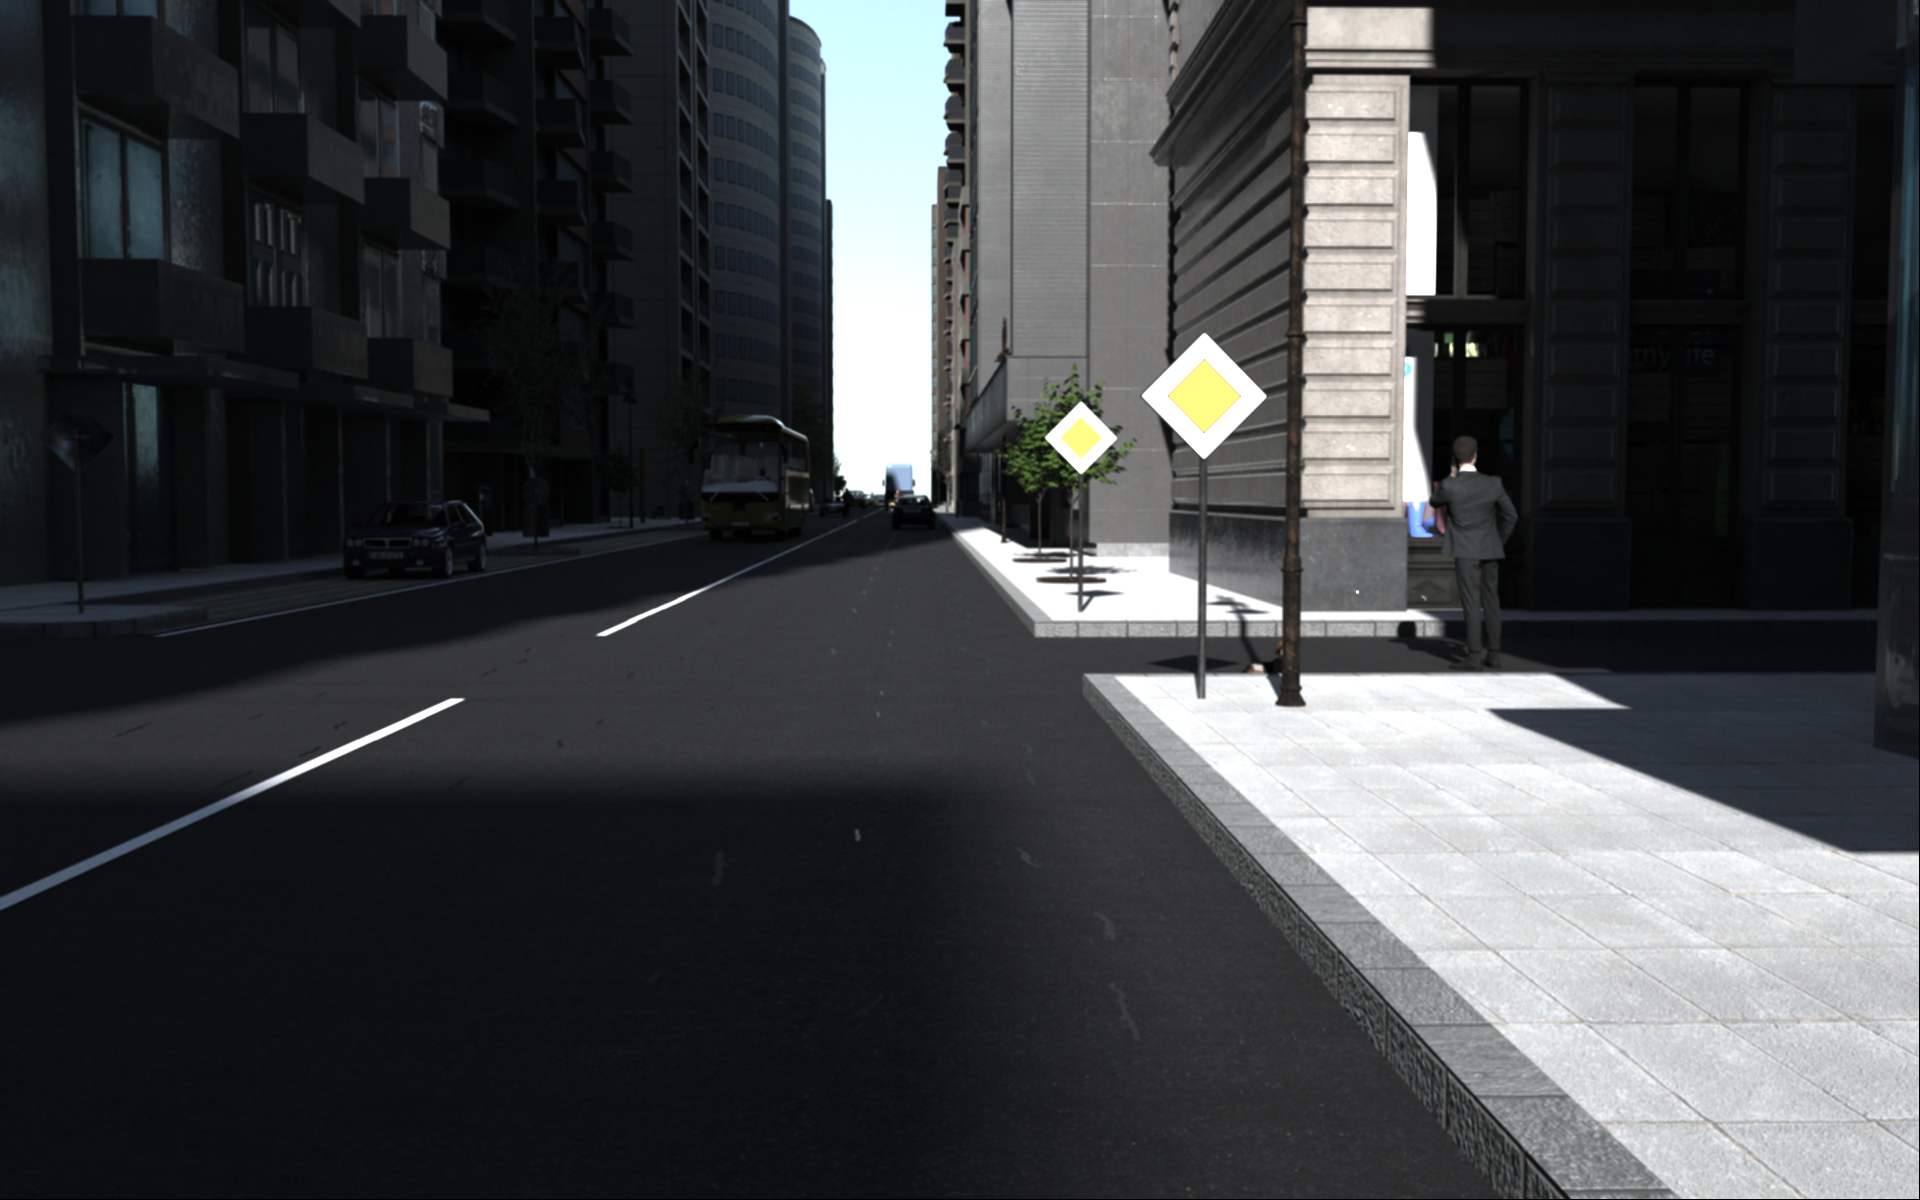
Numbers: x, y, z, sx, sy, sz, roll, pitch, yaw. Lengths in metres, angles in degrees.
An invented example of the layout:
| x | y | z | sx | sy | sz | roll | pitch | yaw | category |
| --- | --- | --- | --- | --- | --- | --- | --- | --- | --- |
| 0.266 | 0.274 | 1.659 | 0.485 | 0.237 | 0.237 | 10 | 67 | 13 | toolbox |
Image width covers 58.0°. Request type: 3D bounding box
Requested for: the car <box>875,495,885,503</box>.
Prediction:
| x | y | z | sx | sy | sz | roll | pitch | yaw | category |
| --- | --- | --- | --- | --- | --- | --- | --- | --- | --- |
| -10.843 | -13.703 | 236.407 | 2.083 | 1.381 | 4.827 | 0 | 4 | -3 | car |

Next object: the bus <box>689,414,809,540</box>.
| x | y | z | sx | sy | sz | roll | pitch | yaw | category |
| --- | --- | --- | --- | --- | --- | --- | --- | --- | --- |
| -6.628 | -4.001 | 56.963 | 2.896 | 3.916 | 12.252 | 0 | 4 | -1 | bus |

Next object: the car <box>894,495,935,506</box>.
| x | y | z | sx | sy | sz | roll | pitch | yaw | category |
| --- | --- | --- | --- | --- | --- | --- | --- | --- | --- |
| -2.181 | -4.363 | 83.331 | 2.014 | 1.417 | 4.499 | 0 | 4 | -1 | car |

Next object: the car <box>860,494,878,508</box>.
| x | y | z | sx | sy | sz | roll | pitch | yaw | category |
| --- | --- | --- | --- | --- | --- | --- | --- | --- | --- |
| -9.492 | -10.395 | 180.184 | 2.015 | 1.641 | 3.980 | 0 | 3 | 0 | car |

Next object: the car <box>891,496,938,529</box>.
| x | y | z | sx | sy | sz | roll | pitch | yaw | category |
| --- | --- | --- | --- | --- | --- | --- | --- | --- | --- |
| -1.911 | -3.620 | 71.775 | 1.945 | 1.354 | 3.894 | 0 | 4 | 0 | car |

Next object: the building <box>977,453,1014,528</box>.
| x | y | z | sx | sy | sz | roll | pitch | yaw | category |
| --- | --- | --- | --- | --- | --- | --- | --- | --- | --- |
| 6.680 | -18.446 | 79.083 | 11.434 | 29.767 | 29.804 | 0 | 4 | -1 | building |

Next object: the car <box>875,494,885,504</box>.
| x | y | z | sx | sy | sz | roll | pitch | yaw | category |
| --- | --- | --- | --- | --- | --- | --- | --- | --- | --- |
| -11.486 | -14.428 | 247.689 | 2.131 | 1.459 | 4.920 | 0 | 4 | -2 | car |

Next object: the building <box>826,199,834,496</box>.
| x | y | z | sx | sy | sz | roll | pitch | yaw | category |
| --- | --- | --- | --- | --- | --- | --- | --- | --- | --- |
| -24.396 | -33.627 | 233.399 | 14.154 | 41.232 | 14.086 | 0 | 4 | -1 | building |

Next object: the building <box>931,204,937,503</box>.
| x | y | z | sx | sy | sz | roll | pitch | yaw | category |
| --- | --- | --- | --- | --- | --- | --- | --- | --- | --- |
| 2.916 | -34.400 | 246.028 | 14.154 | 41.232 | 14.086 | 0 | 4 | -1 | building |

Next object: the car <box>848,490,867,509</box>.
| x | y | z | sx | sy | sz | roll | pitch | yaw | category |
| --- | --- | --- | --- | --- | --- | --- | --- | --- | --- |
| -10.069 | -9.678 | 166.912 | 2.281 | 1.827 | 5.304 | 0 | 4 | -2 | car |

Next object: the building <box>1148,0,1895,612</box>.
| x | y | z | sx | sy | sz | roll | pitch | yaw | category |
| --- | --- | --- | --- | --- | --- | --- | --- | --- | --- |
| 12.785 | -11.883 | 23.163 | 19.941 | 23.489 | 11.050 | 0 | 4 | -1 | building |

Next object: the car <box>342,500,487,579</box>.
| x | y | z | sx | sy | sz | roll | pitch | yaw | category |
| --- | --- | --- | --- | --- | --- | --- | --- | --- | --- |
| -9.517 | -1.088 | 30.370 | 1.945 | 1.354 | 3.894 | 0 | 4 | -3 | car |

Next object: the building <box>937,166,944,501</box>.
| x | y | z | sx | sy | sz | roll | pitch | yaw | category |
| --- | --- | --- | --- | --- | --- | --- | --- | --- | --- |
| 3.879 | -35.513 | 230.749 | 14.600 | 45.320 | 14.200 | 0 | 4 | -1 | building |

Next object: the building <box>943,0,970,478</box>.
| x | y | z | sx | sy | sz | roll | pitch | yaw | category |
| --- | --- | --- | --- | --- | --- | --- | --- | --- | --- |
| 9.794 | -29.741 | 140.885 | 22.147 | 44.769 | 28.867 | 0 | 4 | -1 | building |

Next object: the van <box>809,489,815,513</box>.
| x | y | z | sx | sy | sz | roll | pitch | yaw | category |
| --- | --- | --- | --- | --- | --- | --- | --- | --- | --- |
| -12.173 | -7.761 | 133.898 | 2.013 | 2.044 | 4.112 | 0 | 4 | -2 | van |

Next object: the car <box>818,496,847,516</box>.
| x | y | z | sx | sy | sz | roll | pitch | yaw | category |
| --- | --- | --- | --- | --- | --- | --- | --- | --- | --- |
| -8.229 | -6.125 | 112.728 | 1.945 | 1.354 | 3.894 | 0 | 4 | -2 | car |

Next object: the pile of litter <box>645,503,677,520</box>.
| x | y | z | sx | sy | sz | roll | pitch | yaw | category |
| --- | --- | --- | --- | --- | --- | --- | --- | --- | --- |
| -15.020 | -4.478 | 87.181 | 1.719 | 0.858 | 1.176 | 0 | 4 | -3 | pile of litter |

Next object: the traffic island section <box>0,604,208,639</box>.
| x | y | z | sx | sy | sz | roll | pitch | yaw | category |
| --- | --- | --- | --- | --- | --- | --- | --- | --- | --- |
| -9.457 | 0.225 | 18.596 | 2.009 | 0.180 | 2.903 | 0 | 4 | -1 | traffic island section |

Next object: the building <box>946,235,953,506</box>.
| x | y | z | sx | sy | sz | roll | pitch | yaw | category |
| --- | --- | --- | --- | --- | --- | --- | --- | --- | --- |
| 5.474 | -25.736 | 192.488 | 14.160 | 30.474 | 14.107 | 0 | 4 | -1 | building |

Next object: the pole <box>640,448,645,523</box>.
| x | y | z | sx | sy | sz | roll | pitch | yaw | category |
| --- | --- | --- | --- | --- | --- | --- | --- | --- | --- |
| -14.143 | -5.091 | 77.088 | 0.158 | 3.312 | 0.155 | 0 | 3 | 0 | pole |

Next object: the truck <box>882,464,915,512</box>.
| x | y | z | sx | sy | sz | roll | pitch | yaw | category |
| --- | --- | --- | --- | --- | --- | --- | --- | --- | --- |
| -5.076 | -9.652 | 147.562 | 2.967 | 4.110 | 18.799 | 0 | 4 | -3 | truck |

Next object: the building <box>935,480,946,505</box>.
| x | y | z | sx | sy | sz | roll | pitch | yaw | category |
| --- | --- | --- | --- | --- | --- | --- | --- | --- | --- |
| 12.930 | -31.801 | 211.819 | 32.217 | 40.220 | 23.993 | 0 | 4 | -1 | building |

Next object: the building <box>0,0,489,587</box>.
| x | y | z | sx | sy | sz | roll | pitch | yaw | category |
| --- | --- | --- | --- | --- | --- | --- | --- | --- | --- |
| -22.980 | -25.201 | 31.653 | 23.786 | 49.044 | 30.456 | 0 | 4 | -1 | building |

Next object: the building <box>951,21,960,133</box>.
| x | y | z | sx | sy | sz | roll | pitch | yaw | category |
| --- | --- | --- | --- | --- | --- | --- | --- | --- | --- |
| 6.191 | -31.344 | 162.581 | 14.600 | 45.320 | 14.200 | 0 | 4 | -1 | building |

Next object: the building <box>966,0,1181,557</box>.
| x | y | z | sx | sy | sz | roll | pitch | yaw | category |
| --- | --- | --- | --- | --- | --- | --- | --- | --- | --- |
| 7.713 | -14.086 | 49.379 | 14.314 | 24.678 | 30.058 | 0 | 4 | -1 | building |

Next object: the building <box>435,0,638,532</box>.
| x | y | z | sx | sy | sz | roll | pitch | yaw | category |
| --- | --- | --- | --- | --- | --- | --- | --- | --- | --- |
| -25.378 | -25.364 | 69.326 | 22.147 | 44.769 | 28.867 | 0 | 4 | -1 | building |

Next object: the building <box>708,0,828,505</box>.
| x | y | z | sx | sy | sz | roll | pitch | yaw | category |
| --- | --- | --- | --- | --- | --- | --- | --- | --- | --- |
| -27.509 | -40.958 | 211.660 | 21.231 | 58.520 | 28.212 | 0 | 4 | -1 | building |

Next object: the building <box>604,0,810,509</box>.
| x | y | z | sx | sy | sz | roll | pitch | yaw | category |
| --- | --- | --- | --- | --- | --- | --- | --- | --- | --- |
| -26.865 | -45.755 | 186.342 | 20.563 | 71.187 | 20.611 | 0 | 4 | -1 | building |

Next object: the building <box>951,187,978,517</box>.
| x | y | z | sx | sy | sz | roll | pitch | yaw | category |
| --- | --- | --- | --- | --- | --- | --- | --- | --- | --- |
| 13.558 | -16.352 | 112.391 | 27.650 | 21.520 | 28.899 | 0 | 4 | -1 | building |

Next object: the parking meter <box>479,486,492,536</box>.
| x | y | z | sx | sy | sz | roll | pitch | yaw | category |
| --- | --- | --- | --- | --- | --- | --- | --- | --- | --- |
| -14.450 | -2.713 | 52.773 | 0.372 | 1.533 | 0.369 | 0 | 3 | 0 | parking meter |

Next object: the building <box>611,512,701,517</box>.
| x | y | z | sx | sy | sz | roll | pitch | yaw | category |
| --- | --- | --- | --- | --- | --- | --- | --- | --- | --- |
| -23.541 | -40.646 | 102.812 | 20.563 | 71.187 | 20.611 | 0 | 4 | -1 | building |
